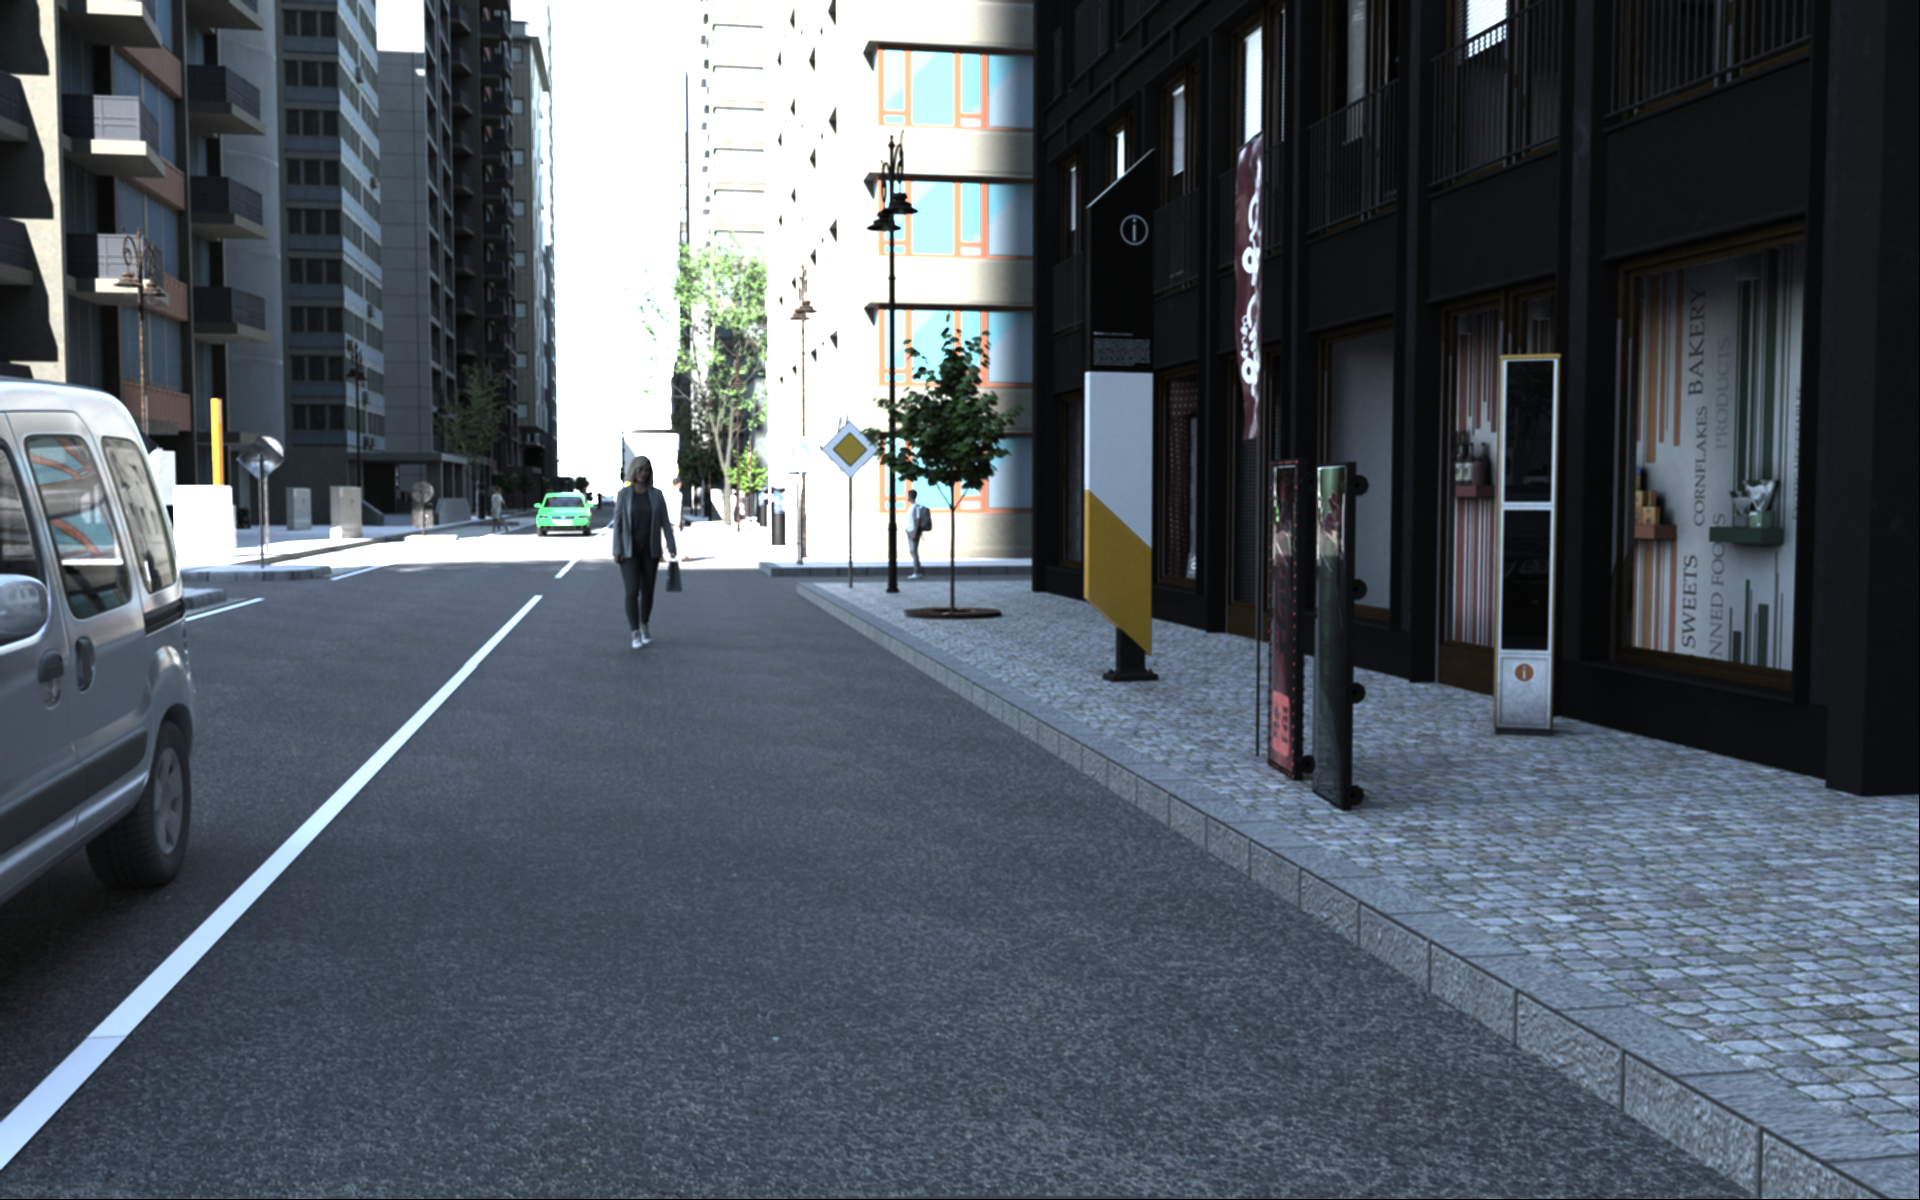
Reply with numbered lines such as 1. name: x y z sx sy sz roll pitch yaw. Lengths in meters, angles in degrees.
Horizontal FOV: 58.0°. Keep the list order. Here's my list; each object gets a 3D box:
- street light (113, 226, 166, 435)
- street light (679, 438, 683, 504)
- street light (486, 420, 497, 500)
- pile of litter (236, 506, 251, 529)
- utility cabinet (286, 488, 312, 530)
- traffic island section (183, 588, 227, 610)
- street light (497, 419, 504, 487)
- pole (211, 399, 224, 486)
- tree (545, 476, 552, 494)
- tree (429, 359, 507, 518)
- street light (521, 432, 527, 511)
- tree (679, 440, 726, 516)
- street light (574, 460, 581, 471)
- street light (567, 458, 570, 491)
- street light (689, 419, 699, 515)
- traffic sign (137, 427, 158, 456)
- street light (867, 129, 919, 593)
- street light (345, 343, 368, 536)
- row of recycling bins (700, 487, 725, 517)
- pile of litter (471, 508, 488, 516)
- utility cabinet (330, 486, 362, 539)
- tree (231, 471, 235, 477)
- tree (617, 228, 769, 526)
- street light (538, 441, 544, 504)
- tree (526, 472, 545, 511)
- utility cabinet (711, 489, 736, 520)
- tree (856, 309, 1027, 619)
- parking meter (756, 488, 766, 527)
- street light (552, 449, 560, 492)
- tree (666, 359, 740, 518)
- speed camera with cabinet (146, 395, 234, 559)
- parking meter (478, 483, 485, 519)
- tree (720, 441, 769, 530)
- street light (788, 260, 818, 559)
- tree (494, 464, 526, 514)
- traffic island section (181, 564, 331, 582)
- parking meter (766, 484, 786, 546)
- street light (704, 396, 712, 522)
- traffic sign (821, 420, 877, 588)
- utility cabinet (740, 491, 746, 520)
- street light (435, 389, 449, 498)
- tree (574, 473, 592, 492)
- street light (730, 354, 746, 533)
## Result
1. street light: -14.216 -3.509 30.153 0.468 5.910 1.993 -1 4 -10
2. street light: -21.558 -9.877 134.282 0.468 5.910 1.993 -1 4 -10
3. street light: -26.931 -7.712 98.878 0.468 5.910 1.993 -1 4 -10
4. pile of litter: -26.869 -3.077 64.279 1.176 0.858 1.719 0 4 -7
5. utility cabinet: -23.424 -3.224 61.386 0.318 1.500 1.173 1 4 8
6. traffic island section: -10.619 0.013 22.068 2.009 0.180 2.903 -1 4 -10
7. street light: -28.167 -8.143 105.927 0.468 5.910 1.993 -1 4 -10
8. pole: -15.913 -2.650 37.167 0.158 3.312 0.155 0 3 0
9. tree: -42.604 -11.217 178.000 1.663 3.219 1.824 0 3 0
10. tree: -26.428 -8.800 94.245 4.737 8.622 4.395 0 3 0
11. street light: -32.471 -9.557 129.047 0.468 5.910 1.993 -1 4 -10
12. tree: -15.018 -7.168 100.906 4.285 4.588 4.351 0 3 0
13. street light: -51.757 -15.940 233.398 0.468 5.910 1.993 -1 4 -10
14. street light: -47.588 -14.544 210.574 0.468 5.910 1.993 -1 4 -10
15. street light: -15.908 -8.035 104.162 0.468 5.910 1.993 -1 4 -10
16. traffic sign: -10.598 -1.123 22.011 0.795 2.450 0.064 -1 4 -10
17. street light: -0.879 -3.038 22.456 0.468 5.910 1.993 -1 4 -10
18. street light: -18.405 -4.904 52.973 0.468 5.910 1.993 -1 4 -10
19. row of recycling bins: -13.602 -5.470 96.548 1.069 1.692 3.534 -2 4 -24
20. pile of litter: -28.540 -5.434 102.813 1.719 0.858 1.176 1 4 13
21. utility cabinet: -17.342 -2.464 48.965 0.318 1.500 1.173 1 4 11
22. tree: -26.325 -4.060 60.983 1.663 3.219 1.824 0 3 0
23. tree: -9.483 -8.779 69.298 9.928 11.665 9.643 0 3 0
24. street light: -36.671 -10.953 151.865 0.468 5.910 1.993 -1 4 -10
25. tree: -32.981 -8.388 131.740 1.663 3.219 1.824 0 3 0
26. utility cabinet: -11.402 -4.554 83.144 1.173 1.500 0.318 3 4 37
27. tree: -0.078 -1.452 18.344 1.663 3.219 1.824 0 3 0
28. parking meter: -7.671 -3.620 67.596 0.372 1.533 0.369 0 3 0
29. street light: -40.958 -12.365 174.952 0.468 5.910 1.993 -1 4 -10
30. tree: -13.700 -8.657 91.907 4.737 8.622 4.395 0 3 0
31. speed camera with cabinet: -15.624 -2.471 34.743 2.038 3.252 0.660 1 4 17
32. parking meter: -24.347 -5.039 88.105 0.255 1.863 0.399 -2 4 -33
33. tree: -7.537 -4.142 62.322 1.663 3.219 1.824 0 3 0
34. street light: -3.106 -3.767 34.379 0.468 5.910 1.993 -1 4 -10
35. tree: -29.840 -7.280 113.635 1.663 3.219 1.824 0 3 0
36. traffic island section: -12.072 -0.467 29.921 2.009 0.180 2.903 -1 4 -10
37. parking meter: -4.492 -2.105 42.834 0.372 1.533 0.369 0 3 0
38. street light: -11.612 -6.576 80.310 0.468 5.910 1.993 -1 4 -10
39. traffic sign: -1.503 -1.225 23.666 0.795 2.450 0.064 -1 4 -10
40. utility cabinet: -11.170 -4.700 85.523 1.173 1.500 0.318 1 4 14
41. street light: -22.702 -6.317 76.065 0.468 5.910 1.993 -1 4 -10
42. tree: -57.001 -16.952 260.873 4.285 4.588 4.351 0 3 0
43. street light: -7.334 -5.162 57.192 0.468 5.910 1.993 -1 4 -10
